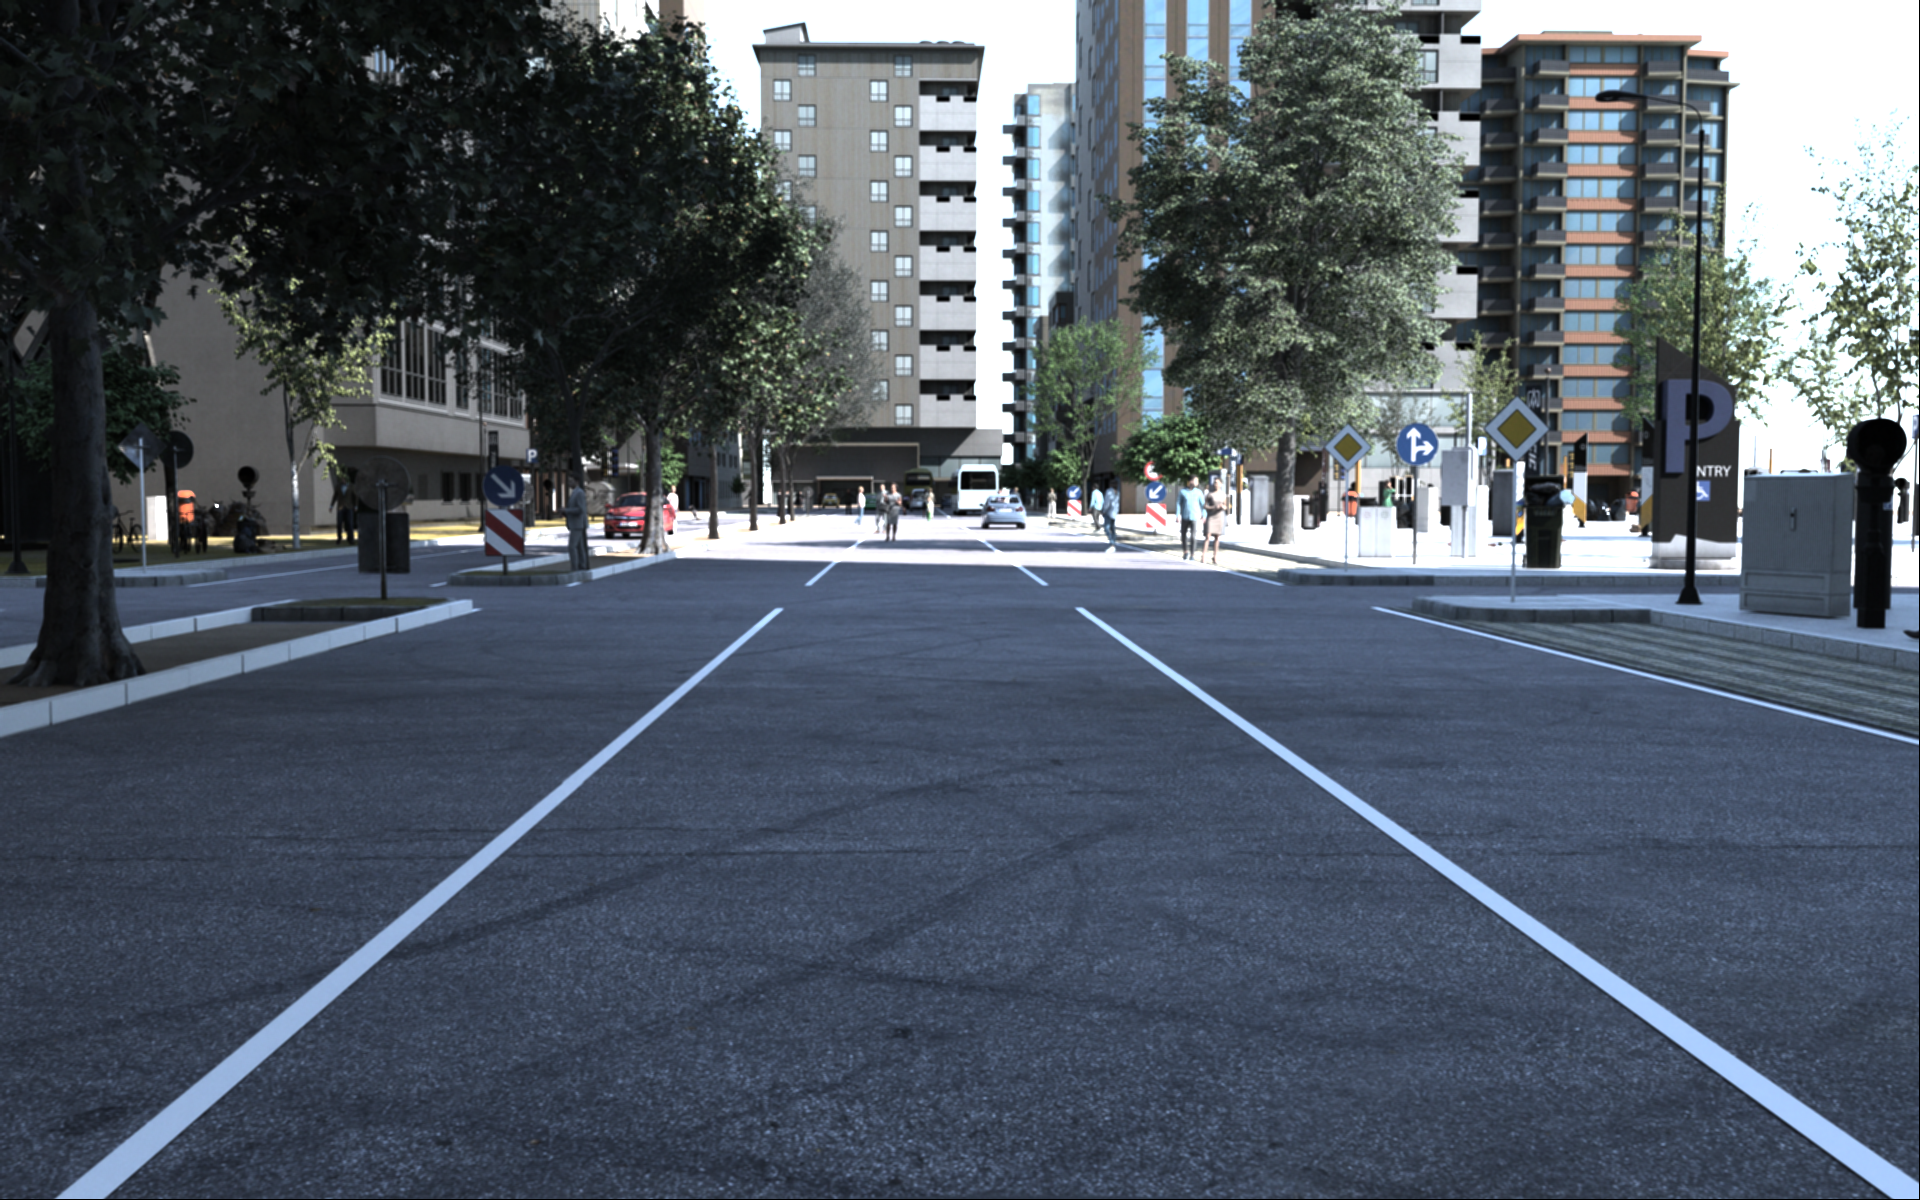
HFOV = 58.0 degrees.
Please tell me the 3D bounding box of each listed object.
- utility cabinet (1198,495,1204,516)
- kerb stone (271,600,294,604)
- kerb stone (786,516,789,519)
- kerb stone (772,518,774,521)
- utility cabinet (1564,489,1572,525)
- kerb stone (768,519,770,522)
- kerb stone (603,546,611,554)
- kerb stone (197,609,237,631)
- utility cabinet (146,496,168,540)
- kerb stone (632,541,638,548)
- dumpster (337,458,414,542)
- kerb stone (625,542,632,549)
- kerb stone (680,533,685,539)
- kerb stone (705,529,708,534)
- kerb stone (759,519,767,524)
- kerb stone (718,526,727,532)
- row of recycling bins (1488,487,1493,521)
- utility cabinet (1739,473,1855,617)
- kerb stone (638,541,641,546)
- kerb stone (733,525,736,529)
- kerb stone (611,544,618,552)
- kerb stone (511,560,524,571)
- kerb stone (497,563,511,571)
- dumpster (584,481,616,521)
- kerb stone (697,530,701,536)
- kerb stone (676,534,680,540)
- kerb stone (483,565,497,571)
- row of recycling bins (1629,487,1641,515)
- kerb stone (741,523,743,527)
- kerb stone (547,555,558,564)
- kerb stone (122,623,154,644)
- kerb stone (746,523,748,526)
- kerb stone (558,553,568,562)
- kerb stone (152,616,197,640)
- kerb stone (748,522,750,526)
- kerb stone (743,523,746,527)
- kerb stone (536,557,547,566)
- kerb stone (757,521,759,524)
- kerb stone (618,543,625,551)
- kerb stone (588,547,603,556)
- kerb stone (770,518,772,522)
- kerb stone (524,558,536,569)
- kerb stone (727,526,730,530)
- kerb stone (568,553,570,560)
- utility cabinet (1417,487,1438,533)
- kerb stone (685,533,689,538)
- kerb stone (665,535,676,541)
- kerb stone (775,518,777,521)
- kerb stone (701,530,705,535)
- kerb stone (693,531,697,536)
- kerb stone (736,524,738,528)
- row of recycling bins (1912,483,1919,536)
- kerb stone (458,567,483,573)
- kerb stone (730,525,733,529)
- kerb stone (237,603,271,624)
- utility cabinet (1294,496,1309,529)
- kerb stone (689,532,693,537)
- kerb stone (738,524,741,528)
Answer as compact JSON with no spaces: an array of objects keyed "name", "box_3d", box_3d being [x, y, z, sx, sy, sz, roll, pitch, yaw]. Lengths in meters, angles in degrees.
[{"name":"utility cabinet","box_3d":[13.995,-5.386,99.219,1.020,1.237,0.306,1,4,12]},{"name":"kerb stone","box_3d":[-8.051,0.103,20.513,0.120,0.150,1.000,0,4,-1]},{"name":"kerb stone","box_3d":[-10.110,-4.882,102.014,0.120,0.150,1.000,0,4,-1]},{"name":"kerb stone","box_3d":[-9.780,-4.067,88.697,0.120,0.150,1.000,0,4,-1]},{"name":"utility cabinet","box_3d":[24.935,-3.861,71.806,1.173,1.500,0.318,-3,5,-42]},{"name":"kerb stone","box_3d":[-9.737,-3.942,86.650,0.120,0.150,1.000,0,4,-1]},{"name":"kerb stone","box_3d":[-8.579,-1.179,41.522,0.120,0.150,1.000,0,4,-1]},{"name":"kerb stone","box_3d":[-7.989,0.228,18.461,0.120,0.150,1.000,0,4,-1]},{"name":"utility cabinet","box_3d":[-22.414,-2.286,48.545,0.306,1.237,1.020,0,4,2]},{"name":"kerb stone","box_3d":[-8.683,-1.433,45.626,0.120,0.150,1.000,0,4,-1]},{"name":"dumpster","box_3d":[-15.761,-2.704,46.706,1.502,2.255,1.985,0,4,-1]},{"name":"kerb stone","box_3d":[-8.667,-1.371,44.603,0.120,0.150,1.000,0,4,-1]},{"name":"kerb stone","box_3d":[-8.924,-1.997,54.842,0.120,0.150,1.000,0,4,-1]},{"name":"kerb stone","box_3d":[-9.084,-2.373,60.993,0.120,0.150,1.000,0,4,-1]},{"name":"kerb stone","box_3d":[-9.676,-3.817,84.598,0.120,0.150,1.000,0,4,-1]},{"name":"kerb stone","box_3d":[-9.232,-2.750,67.152,0.120,0.150,1.000,0,4,-1]},{"name":"row of recycling bins","box_3d":[25.433,-4.673,83.514,3.534,1.692,1.069,0,4,4]},{"name":"utility cabinet","box_3d":[8.832,-0.590,18.328,0.318,1.500,1.173,-1,4,-22]},{"name":"kerb stone","box_3d":[-8.714,-1.493,46.648,0.120,0.150,1.000,0,4,-1]},{"name":"kerb stone","box_3d":[-9.319,-2.934,70.237,0.120,0.150,1.000,0,4,-1]},{"name":"kerb stone","box_3d":[-8.610,-1.244,42.544,0.120,0.150,1.000,0,4,-1]},{"name":"kerb stone","box_3d":[-8.356,-0.606,32.302,0.120,0.150,1.000,0,4,-1]},{"name":"kerb stone","box_3d":[-8.332,-0.555,31.269,0.120,0.150,1.000,0,4,-1]},{"name":"dumpster","box_3d":[-16.721,-4.559,80.300,1.264,1.857,1.865,0,4,-1]},{"name":"kerb stone","box_3d":[-9.027,-2.247,58.939,0.120,0.150,1.000,0,4,-1]},{"name":"kerb stone","box_3d":[-8.895,-1.930,53.820,0.120,0.150,1.000,0,4,-1]},{"name":"kerb stone","box_3d":[-8.304,-0.491,30.247,0.120,0.150,1.000,0,4,-1]},{"name":"row of recycling bins","box_3d":[41.318,-5.888,103.387,1.069,1.692,3.534,-1,4,-20]},{"name":"kerb stone","box_3d":[-9.388,-3.126,73.322,0.120,0.150,1.000,0,4,-1]},{"name":"kerb stone","box_3d":[-8.424,-0.806,35.368,0.120,0.150,1.000,0,4,-1]},{"name":"kerb stone","box_3d":[-7.946,0.355,16.409,0.120,0.150,1.000,0,4,-1]},{"name":"kerb stone","box_3d":[-9.436,-3.253,75.381,0.120,0.150,1.000,0,4,-1]},{"name":"kerb stone","box_3d":[-8.455,-0.868,36.391,0.120,0.150,1.000,0,4,-1]},{"name":"kerb stone","box_3d":[-7.979,0.292,17.439,0.120,0.150,1.000,0,4,-1]},{"name":"kerb stone","box_3d":[-9.473,-3.310,76.403,0.120,0.150,1.000,0,4,-1]},{"name":"kerb stone","box_3d":[-9.419,-3.190,74.349,0.120,0.150,1.000,0,4,-1]},{"name":"kerb stone","box_3d":[-8.399,-0.743,34.346,0.120,0.150,1.000,0,4,-1]},{"name":"kerb stone","box_3d":[-9.579,-3.562,80.506,0.120,0.150,1.000,0,4,-1]},{"name":"kerb stone","box_3d":[-8.645,-1.308,43.581,0.120,0.150,1.000,0,4,-1]},{"name":"kerb stone","box_3d":[-8.558,-1.119,40.492,0.120,0.150,1.000,0,4,-1]},{"name":"kerb stone","box_3d":[-9.766,-4.004,87.672,0.120,0.150,1.000,0,4,-1]},{"name":"kerb stone","box_3d":[-8.384,-0.679,33.323,0.120,0.150,1.000,0,4,-1]},{"name":"kerb stone","box_3d":[-9.258,-2.812,68.174,0.120,0.150,1.000,0,4,-1]},{"name":"kerb stone","box_3d":[-8.481,-0.930,37.422,0.120,0.150,1.000,0,4,-1]},{"name":"utility cabinet","box_3d":[15.312,-2.947,56.870,0.318,1.500,1.173,0,4,-7]},{"name":"kerb stone","box_3d":[-8.949,-2.058,55.864,0.120,0.150,1.000,0,4,-1]},{"name":"kerb stone","box_3d":[-8.863,-1.872,52.798,0.120,0.150,1.000,0,4,-1]},{"name":"kerb stone","box_3d":[-9.833,-4.193,90.744,0.120,0.150,1.000,0,4,-1]},{"name":"kerb stone","box_3d":[-9.048,-2.310,59.964,0.120,0.150,1.000,0,4,-1]},{"name":"kerb stone","box_3d":[-8.995,-2.184,57.911,0.120,0.150,1.000,0,4,-1]},{"name":"kerb stone","box_3d":[-9.340,-3.002,71.270,0.120,0.150,1.000,0,4,-1]},{"name":"row of recycling bins","box_3d":[30.705,-2.827,53.334,3.534,1.692,1.069,-2,4,-28]},{"name":"kerb stone","box_3d":[-8.283,-0.429,29.220,0.120,0.150,1.000,0,4,-1]},{"name":"kerb stone","box_3d":[-9.293,-2.875,69.198,0.120,0.150,1.000,0,4,-1]},{"name":"kerb stone","box_3d":[-8.029,0.166,19.482,0.120,0.150,1.000,0,4,-1]},{"name":"utility cabinet","box_3d":[12.421,-3.211,63.667,0.306,1.237,1.020,3,5,44]},{"name":"kerb stone","box_3d":[-8.968,-2.122,56.889,0.120,0.150,1.000,0,4,-1]},{"name":"kerb stone","box_3d":[-9.369,-3.062,72.296,0.120,0.150,1.000,0,4,-1]}]
